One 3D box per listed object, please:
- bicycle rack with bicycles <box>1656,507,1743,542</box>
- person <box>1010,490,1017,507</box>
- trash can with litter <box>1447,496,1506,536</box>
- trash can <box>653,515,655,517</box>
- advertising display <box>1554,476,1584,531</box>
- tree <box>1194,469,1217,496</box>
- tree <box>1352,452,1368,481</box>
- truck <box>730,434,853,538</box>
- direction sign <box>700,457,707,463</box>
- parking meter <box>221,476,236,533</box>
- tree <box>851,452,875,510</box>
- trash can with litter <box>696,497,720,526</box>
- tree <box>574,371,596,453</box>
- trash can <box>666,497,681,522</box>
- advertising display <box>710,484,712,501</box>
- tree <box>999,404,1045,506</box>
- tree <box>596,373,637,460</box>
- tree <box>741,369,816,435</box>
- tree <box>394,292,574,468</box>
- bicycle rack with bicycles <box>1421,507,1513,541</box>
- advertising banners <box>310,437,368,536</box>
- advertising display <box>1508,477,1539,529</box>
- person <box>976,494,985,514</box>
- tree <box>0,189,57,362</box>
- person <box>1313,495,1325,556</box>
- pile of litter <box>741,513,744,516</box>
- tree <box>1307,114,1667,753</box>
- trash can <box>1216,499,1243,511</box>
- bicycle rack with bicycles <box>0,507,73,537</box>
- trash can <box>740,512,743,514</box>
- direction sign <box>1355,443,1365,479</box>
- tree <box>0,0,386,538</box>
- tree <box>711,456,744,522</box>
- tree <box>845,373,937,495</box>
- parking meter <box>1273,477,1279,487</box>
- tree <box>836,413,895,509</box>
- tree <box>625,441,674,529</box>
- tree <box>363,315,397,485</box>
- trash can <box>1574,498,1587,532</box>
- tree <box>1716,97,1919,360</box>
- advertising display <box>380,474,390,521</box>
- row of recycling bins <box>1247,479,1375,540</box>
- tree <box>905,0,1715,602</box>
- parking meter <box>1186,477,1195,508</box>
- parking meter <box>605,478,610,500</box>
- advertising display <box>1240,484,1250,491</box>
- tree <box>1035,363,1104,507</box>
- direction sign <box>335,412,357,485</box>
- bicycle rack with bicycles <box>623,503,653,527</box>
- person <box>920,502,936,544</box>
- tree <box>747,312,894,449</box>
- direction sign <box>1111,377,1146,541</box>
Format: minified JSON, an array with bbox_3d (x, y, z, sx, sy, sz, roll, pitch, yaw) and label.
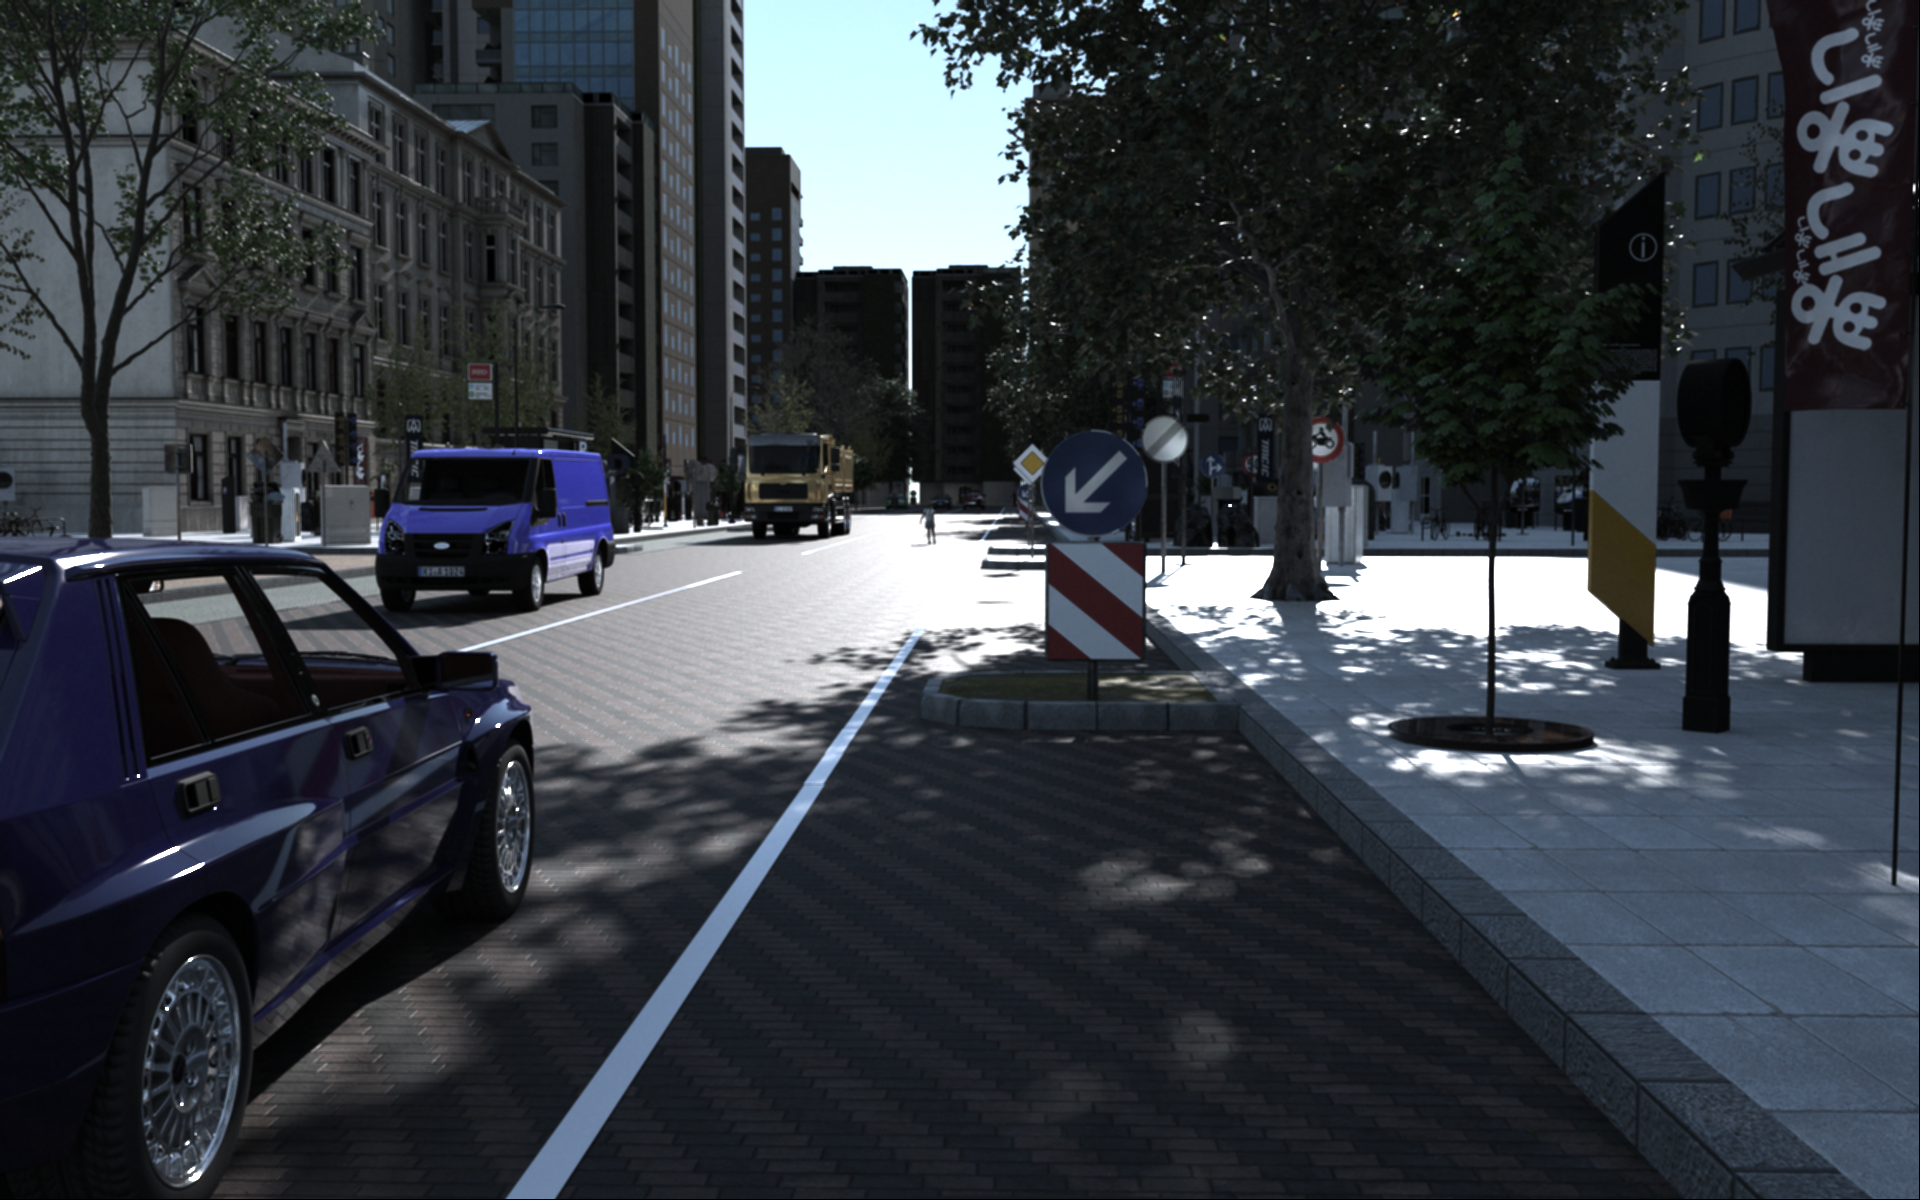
[{"bbox_3d":[19.915,-2.088,47.517,2.925,0.926,2.852,-2,4,-31],"label":"bicycle rack with bicycles"},{"bbox_3d":[6.099,-11.153,190.812,1.348,1.831,0.705,-2,4,-27],"label":"person"},{"bbox_3d":[15.777,-2.559,52.899,2.233,1.210,1.678,-1,4,-14],"label":"trash can with litter"},{"bbox_3d":[-17.417,-5.229,97.143,0.748,1.137,0.748,0,3,0],"label":"trash can"},{"bbox_3d":[21.252,-3.377,60.434,0.974,1.923,0.123,1,4,14],"label":"advertising display"},{"bbox_3d":[15.660,-7.001,109.074,1.663,3.219,1.824,0,3,0],"label":"tree"},{"bbox_3d":[21.804,-7.120,100.123,4.285,4.588,4.351,0,3,0],"label":"tree"},{"bbox_3d":[-5.341,-3.799,58.039,3.469,3.379,9.791,0,4,2],"label":"truck"},{"bbox_3d":[-15.578,-6.929,105.292,0.379,3.537,0.876,1,4,21],"label":"direction sign"},{"bbox_3d":[-23.876,-3.108,56.529,0.399,1.863,0.255,2,4,32],"label":"parking meter"},{"bbox_3d":[-8.148,-9.321,136.114,4.285,4.588,4.351,0,3,0],"label":"tree"},{"bbox_3d":[-10.251,-3.593,70.133,1.055,1.170,0.624,0,4,4],"label":"trash can with litter"},{"bbox_3d":[-19.433,-7.696,76.198,4.737,8.622,4.395,0,3,0],"label":"tree"},{"bbox_3d":[-13.452,-4.249,81.128,0.748,1.137,0.748,0,3,0],"label":"trash can"},{"bbox_3d":[-15.552,-6.270,107.734,0.123,1.923,0.974,0,4,1],"label":"advertising display"},{"bbox_3d":[8.882,-17.065,185.675,9.857,13.997,8.962,0,3,0],"label":"tree"},{"bbox_3d":[-21.094,-9.365,103.485,4.737,8.622,4.395,0,3,0],"label":"tree"},{"bbox_3d":[-10.439,-9.270,101.920,4.360,8.622,3.978,0,3,0],"label":"tree"},{"bbox_3d":[-17.457,-6.944,63.890,4.737,8.622,4.395,0,3,0],"label":"tree"},{"bbox_3d":[14.074,-2.130,48.212,2.852,0.926,2.925,2,4,24],"label":"bicycle rack with bicycles"},{"bbox_3d":[-19.089,-3.493,53.306,2.074,3.025,0.090,1,4,16],"label":"advertising banners"},{"bbox_3d":[20.786,-3.599,64.062,0.974,1.923,0.123,0,4,5],"label":"advertising display"},{"bbox_3d":[1.426,-6.732,121.751,0.628,1.438,0.799,0,4,1],"label":"person"},{"bbox_3d":[-18.807,-4.943,31.186,4.360,8.622,3.978,0,3,0],"label":"tree"},{"bbox_3d":[7.575,-1.683,36.044,0.654,1.822,0.581,0,4,0],"label":"person"},{"bbox_3d":[-12.209,-5.232,99.504,1.176,0.858,1.719,0,4,0],"label":"pile of litter"},{"bbox_3d":[2.807,-0.873,8.870,1.663,3.219,1.824,0,3,0],"label":"tree"},{"bbox_3d":[7.530,-2.249,48.427,0.748,1.137,0.748,0,3,0],"label":"trash can"},{"bbox_3d":[-26.212,-2.090,47.556,2.852,0.926,2.925,2,4,27],"label":"bicycle rack with bicycles"},{"bbox_3d":[-13.134,-5.542,102.270,0.748,1.137,0.748,0,3,0],"label":"trash can"},{"bbox_3d":[17.676,-5.179,76.681,0.379,3.537,0.876,-1,4,-13],"label":"direction sign"},{"bbox_3d":[-11.929,-5.999,23.837,9.928,11.665,9.643,0,3,0],"label":"tree"},{"bbox_3d":[-10.643,-5.287,81.040,1.663,3.219,1.824,0,3,0],"label":"tree"},{"bbox_3d":[-7.332,-16.778,180.979,9.857,13.997,8.962,0,3,0],"label":"tree"},{"bbox_3d":[10.029,-3.051,55.603,0.255,1.863,0.399,-3,4,-36],"label":"parking meter"},{"bbox_3d":[-8.827,-12.356,152.384,4.737,8.622,4.395,0,3,0],"label":"tree"},{"bbox_3d":[-11.556,-4.221,63.608,1.663,3.219,1.824,0,3,0],"label":"tree"},{"bbox_3d":[-21.905,-7.248,68.872,4.737,8.622,4.395,0,3,0],"label":"tree"},{"bbox_3d":[21.085,-2.867,58.528,0.748,1.137,0.748,0,3,0],"label":"trash can"},{"bbox_3d":[15.144,-4.868,29.955,4.360,8.622,3.978,0,3,0],"label":"tree"},{"bbox_3d":[-18.347,-3.063,55.291,0.123,1.923,0.974,-2,4,-27],"label":"advertising display"},{"bbox_3d":[9.857,-2.547,48.748,3.534,1.692,1.069,0,4,0],"label":"row of recycling bins"},{"bbox_3d":[4.156,-6.339,20.656,9.611,12.733,9.660,0,3,0],"label":"tree"},{"bbox_3d":[7.639,-3.203,58.086,0.399,1.863,0.255,3,5,40],"label":"parking meter"},{"bbox_3d":[-11.350,-3.015,55.010,0.255,1.863,0.399,3,5,44],"label":"parking meter"},{"bbox_3d":[18.274,-6.436,110.443,0.974,1.923,0.123,3,5,44],"label":"advertising display"},{"bbox_3d":[5.514,-8.494,89.238,4.737,8.622,4.395,0,3,0],"label":"tree"},{"bbox_3d":[-17.097,-3.443,48.298,0.379,3.537,0.876,1,4,19],"label":"direction sign"},{"bbox_3d":[-13.444,-3.299,67.323,2.925,0.926,2.852,-1,4,-8],"label":"bicycle rack with bicycles"},{"bbox_3d":[-0.914,-2.201,49.499,0.505,1.210,0.382,1,4,12],"label":"person"},{"bbox_3d":[-9.323,-12.631,116.885,12.009,13.543,11.850,0,3,0],"label":"tree"},{"bbox_3d":[3.149,-2.479,32.521,0.379,3.537,0.876,-3,5,-40],"label":"direction sign"}]
